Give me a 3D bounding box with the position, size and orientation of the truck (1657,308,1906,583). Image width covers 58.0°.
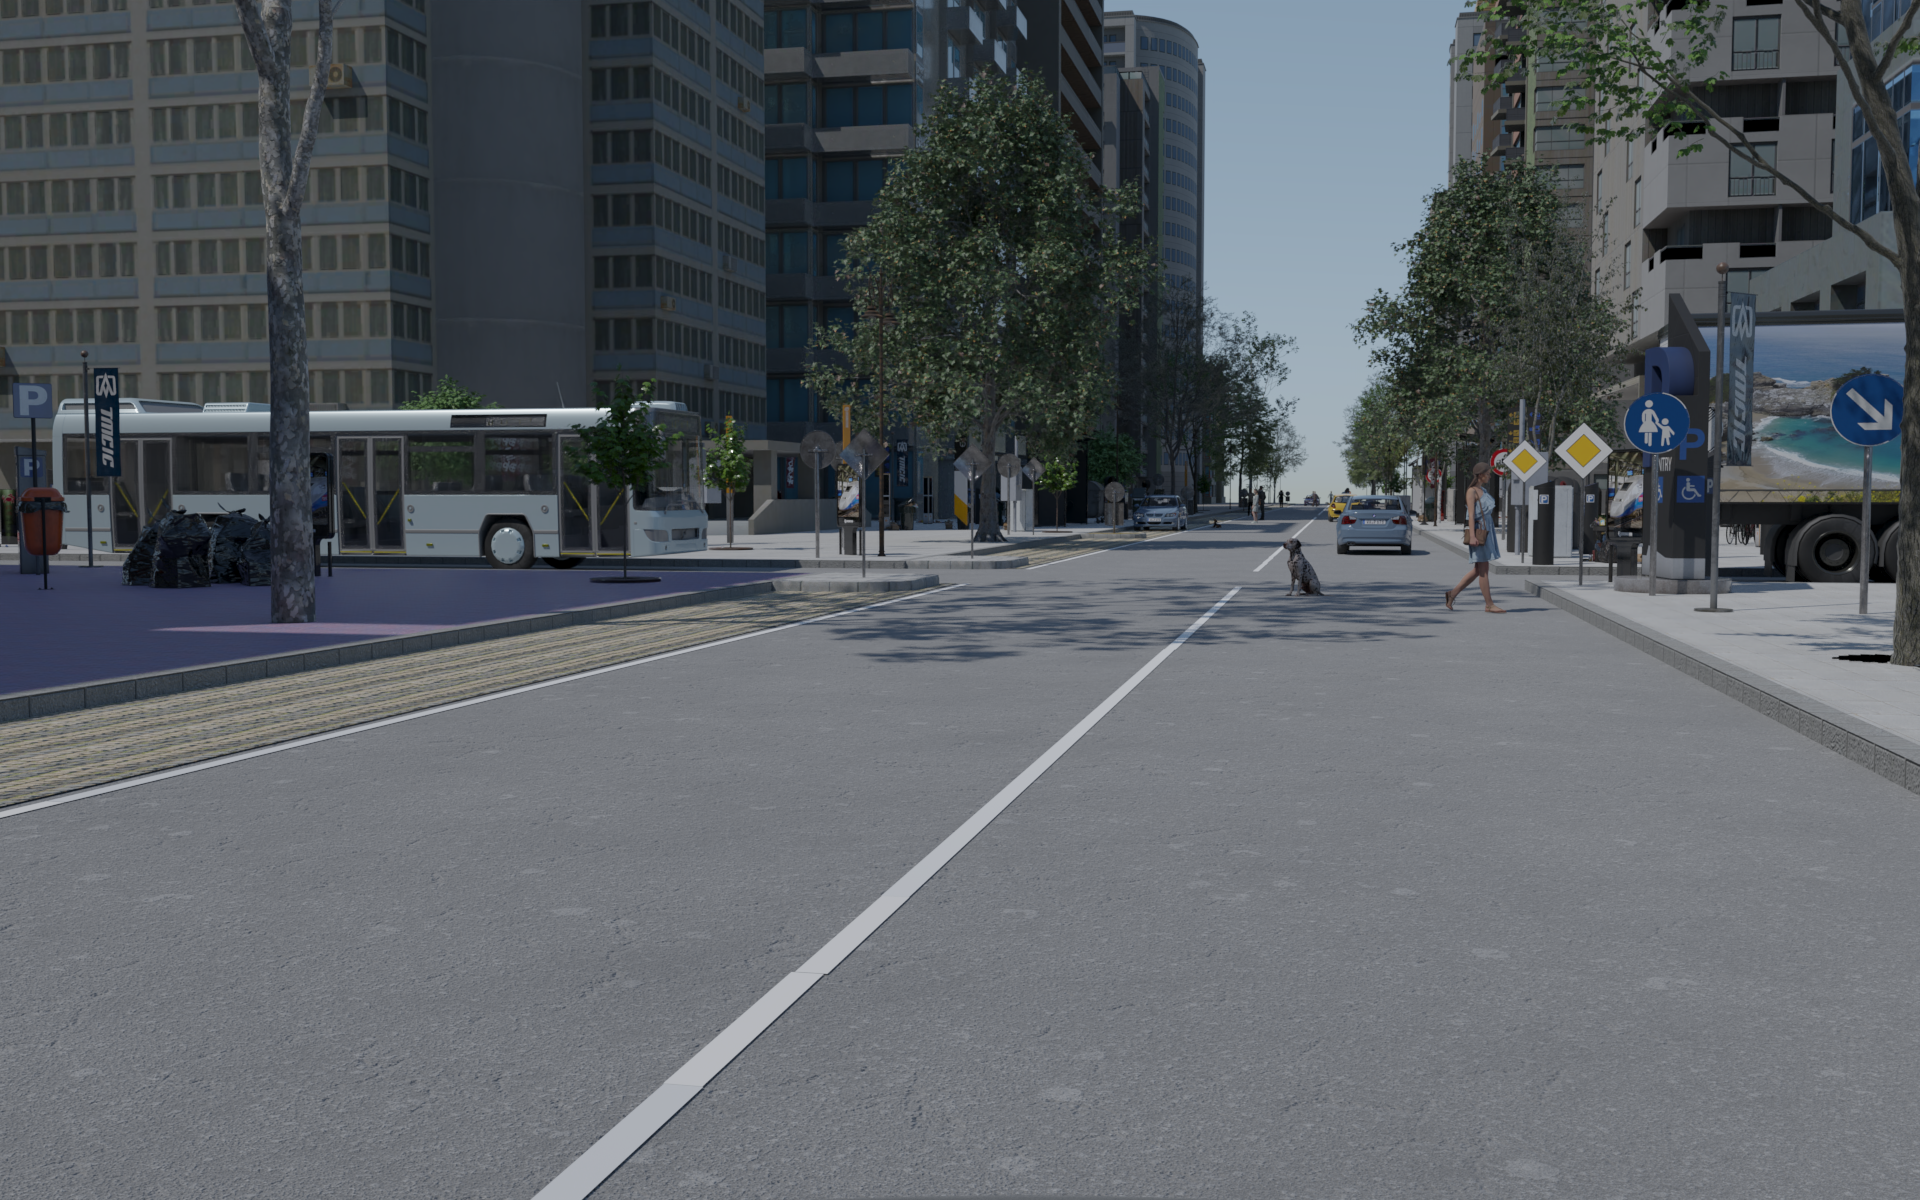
[{"bbox_3d":[16.912,-2.315,26.761,11.283,4.237,2.839,1,4,14],"label":"truck"}]

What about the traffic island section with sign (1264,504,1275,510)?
[{"bbox_3d":[27.399,-9.118,157.705,1.989,1.847,2.006,1,4,12],"label":"traffic island section with sign"}]

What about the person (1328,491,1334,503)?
[{"bbox_3d":[46.366,-12.704,216.290,1.350,1.814,0.705,-2,4,-34],"label":"person"}]

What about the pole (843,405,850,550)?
[{"bbox_3d":[-2.598,-2.807,39.733,0.158,3.312,0.155,0,3,0],"label":"pole"}]

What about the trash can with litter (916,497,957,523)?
[{"bbox_3d":[-1.111,-4.000,76.460,2.233,1.210,1.678,2,4,28],"label":"trash can with litter"}]

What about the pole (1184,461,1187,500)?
[{"bbox_3d":[14.031,-6.956,107.580,0.158,3.312,0.155,0,3,0],"label":"pole"}]

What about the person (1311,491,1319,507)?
[{"bbox_3d":[39.624,-11.261,193.172,0.990,1.755,0.434,0,4,-2],"label":"person"}]

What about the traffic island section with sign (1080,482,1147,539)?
[{"bbox_3d":[5.012,-2.905,56.128,1.989,1.847,2.006,1,4,12],"label":"traffic island section with sign"}]

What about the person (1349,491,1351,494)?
[{"bbox_3d":[35.012,-8.975,156.037,0.742,1.727,0.445,-1,4,-18],"label":"person"}]

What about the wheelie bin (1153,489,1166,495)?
[{"bbox_3d":[12.384,-6.099,107.619,0.980,1.594,0.693,2,4,29],"label":"wheelie bin"}]

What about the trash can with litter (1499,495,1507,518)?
[{"bbox_3d":[28.758,-4.924,91.566,1.678,1.210,2.233,-2,4,-33],"label":"trash can with litter"}]

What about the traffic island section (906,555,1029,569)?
[{"bbox_3d":[0.221,-0.742,34.415,2.009,0.180,2.903,1,4,12],"label":"traffic island section"}]

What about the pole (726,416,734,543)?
[{"bbox_3d":[-6.025,-3.149,45.337,0.158,3.312,0.155,0,3,0],"label":"pole"}]

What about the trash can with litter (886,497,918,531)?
[{"bbox_3d":[-2.045,-3.031,60.952,1.055,1.170,0.624,-2,4,-31],"label":"trash can with litter"}]

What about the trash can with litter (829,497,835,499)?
[{"bbox_3d":[-5.604,-3.999,76.763,0.624,1.170,1.055,1,4,11],"label":"trash can with litter"}]

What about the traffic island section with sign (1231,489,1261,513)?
[{"bbox_3d":[21.591,-7.506,131.357,1.989,1.847,2.006,1,4,12],"label":"traffic island section with sign"}]

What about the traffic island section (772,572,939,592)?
[{"bbox_3d":[-1.498,-0.265,26.617,2.009,0.180,2.903,1,4,12],"label":"traffic island section"}]

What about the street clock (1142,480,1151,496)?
[{"bbox_3d":[9.260,-4.992,86.183,0.358,2.002,0.471,-2,4,-25],"label":"street clock"}]

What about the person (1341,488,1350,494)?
[{"bbox_3d":[21.604,-5.410,97.226,0.793,1.790,0.793,-3,5,-39],"label":"person"}]

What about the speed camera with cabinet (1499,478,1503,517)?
[{"bbox_3d":[30.572,-6.228,96.169,0.660,3.252,2.038,0,4,-3],"label":"speed camera with cabinet"}]

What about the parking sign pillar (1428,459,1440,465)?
[{"bbox_3d":[27.874,-6.958,102.240,1.447,3.967,1.447,0,4,-5],"label":"parking sign pillar"}]

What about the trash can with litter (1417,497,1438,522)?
[{"bbox_3d":[21.333,-4.128,78.881,1.055,1.170,0.624,-3,5,-40],"label":"trash can with litter"}]

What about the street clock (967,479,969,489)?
[{"bbox_3d":[0.291,-4.696,81.349,0.358,2.002,0.471,0,4,3],"label":"street clock"}]

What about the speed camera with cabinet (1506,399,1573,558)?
[{"bbox_3d":[11.939,-2.520,35.533,0.660,3.252,2.038,0,4,-2],"label":"speed camera with cabinet"}]

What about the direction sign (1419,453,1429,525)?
[{"bbox_3d":[19.281,-4.884,71.854,0.379,3.537,0.876,2,4,26],"label":"direction sign"}]

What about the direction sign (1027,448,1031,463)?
[{"bbox_3d":[3.332,-5.068,74.864,0.876,3.537,0.379,1,4,15],"label":"direction sign"}]

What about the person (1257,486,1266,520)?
[{"bbox_3d":[16.550,-5.347,95.286,0.474,1.900,0.648,2,4,24],"label":"person"}]

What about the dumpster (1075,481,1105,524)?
[{"bbox_3d":[5.630,-4.279,75.712,1.264,1.857,1.865,1,4,12],"label":"dumpster"}]

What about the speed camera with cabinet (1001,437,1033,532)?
[{"bbox_3d":[1.960,-3.968,59.210,0.660,3.252,2.038,1,4,19],"label":"speed camera with cabinet"}]

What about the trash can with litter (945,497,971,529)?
[{"bbox_3d":[-0.113,-3.178,63.342,1.055,1.170,0.624,0,4,1],"label":"trash can with litter"}]

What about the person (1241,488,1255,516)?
[{"bbox_3d":[18.738,-6.304,111.584,1.348,1.823,0.705,0,3,0],"label":"person"}]

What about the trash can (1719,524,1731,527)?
[{"bbox_3d":[29.613,-3.379,66.903,0.748,1.137,0.748,0,3,0],"label":"trash can"}]

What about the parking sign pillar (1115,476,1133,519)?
[{"bbox_3d":[8.501,-6.214,90.064,1.447,3.967,1.447,2,4,29],"label":"parking sign pillar"}]

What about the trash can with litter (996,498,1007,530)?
[{"bbox_3d":[1.980,-3.047,61.200,1.055,1.170,0.624,1,4,21],"label":"trash can with litter"}]

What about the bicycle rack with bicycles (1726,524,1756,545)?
[{"bbox_3d":[19.740,-1.923,44.819,2.925,0.926,2.852,-3,5,-43],"label":"bicycle rack with bicycles"}]

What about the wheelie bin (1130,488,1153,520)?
[{"bbox_3d":[8.803,-4.716,85.007,0.980,1.594,0.693,1,4,20],"label":"wheelie bin"}]

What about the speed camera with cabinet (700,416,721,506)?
[{"bbox_3d":[-6.750,-2.999,43.376,0.660,3.252,2.038,2,4,24],"label":"speed camera with cabinet"}]

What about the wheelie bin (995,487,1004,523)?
[{"bbox_3d":[1.492,-4.097,74.895,0.693,1.594,0.980,-2,4,-29],"label":"wheelie bin"}]

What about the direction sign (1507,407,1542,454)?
[{"bbox_3d":[14.712,-3.255,45.217,0.876,3.537,0.379,3,4,37],"label":"direction sign"}]

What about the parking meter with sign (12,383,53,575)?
[{"bbox_3d":[-15.005,-1.943,28.022,0.543,3.016,1.738,-2,4,-30],"label":"parking meter with sign"}]

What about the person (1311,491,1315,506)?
[{"bbox_3d":[43.636,-12.576,214.097,1.348,1.826,0.705,3,5,43],"label":"person"}]

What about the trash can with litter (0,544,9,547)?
[{"bbox_3d":[-23.719,-1.858,41.436,1.678,1.210,2.233,0,4,-6],"label":"trash can with litter"}]

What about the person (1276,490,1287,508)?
[{"bbox_3d":[33.654,-10.587,181.224,1.348,1.869,0.705,3,5,44],"label":"person"}]

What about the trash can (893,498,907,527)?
[{"bbox_3d":[-2.220,-3.348,66.386,0.748,1.137,0.748,0,3,0],"label":"trash can"}]

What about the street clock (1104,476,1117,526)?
[{"bbox_3d":[6.085,-4.009,70.120,0.471,2.002,0.358,-2,4,-35],"label":"street clock"}]

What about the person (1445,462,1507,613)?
[{"bbox_3d":[6.217,-0.753,20.903,0.778,1.811,0.616,3,4,38],"label":"person"}]

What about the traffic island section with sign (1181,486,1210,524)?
[{"bbox_3d":[10.950,-4.556,83.113,1.989,1.847,2.006,1,4,12],"label":"traffic island section with sign"}]

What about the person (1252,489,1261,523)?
[{"bbox_3d":[14.525,-4.622,85.080,0.522,1.701,0.512,0,4,-3],"label":"person"}]

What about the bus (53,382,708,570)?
[{"bbox_3d":[-10.614,-2.326,32.897,13.247,3.499,2.948,1,4,13],"label":"bus"}]

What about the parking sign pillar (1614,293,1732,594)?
[{"bbox_3d":[9.389,-2.095,22.719,1.447,3.967,1.447,0,4,5],"label":"parking sign pillar"}]

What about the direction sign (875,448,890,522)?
[{"bbox_3d":[-3.584,-5.369,79.773,0.876,3.537,0.379,-3,5,-43],"label":"direction sign"}]

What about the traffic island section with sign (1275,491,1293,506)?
[{"bbox_3d":[39.495,-12.476,212.605,1.989,1.847,2.006,1,4,12],"label":"traffic island section with sign"}]
